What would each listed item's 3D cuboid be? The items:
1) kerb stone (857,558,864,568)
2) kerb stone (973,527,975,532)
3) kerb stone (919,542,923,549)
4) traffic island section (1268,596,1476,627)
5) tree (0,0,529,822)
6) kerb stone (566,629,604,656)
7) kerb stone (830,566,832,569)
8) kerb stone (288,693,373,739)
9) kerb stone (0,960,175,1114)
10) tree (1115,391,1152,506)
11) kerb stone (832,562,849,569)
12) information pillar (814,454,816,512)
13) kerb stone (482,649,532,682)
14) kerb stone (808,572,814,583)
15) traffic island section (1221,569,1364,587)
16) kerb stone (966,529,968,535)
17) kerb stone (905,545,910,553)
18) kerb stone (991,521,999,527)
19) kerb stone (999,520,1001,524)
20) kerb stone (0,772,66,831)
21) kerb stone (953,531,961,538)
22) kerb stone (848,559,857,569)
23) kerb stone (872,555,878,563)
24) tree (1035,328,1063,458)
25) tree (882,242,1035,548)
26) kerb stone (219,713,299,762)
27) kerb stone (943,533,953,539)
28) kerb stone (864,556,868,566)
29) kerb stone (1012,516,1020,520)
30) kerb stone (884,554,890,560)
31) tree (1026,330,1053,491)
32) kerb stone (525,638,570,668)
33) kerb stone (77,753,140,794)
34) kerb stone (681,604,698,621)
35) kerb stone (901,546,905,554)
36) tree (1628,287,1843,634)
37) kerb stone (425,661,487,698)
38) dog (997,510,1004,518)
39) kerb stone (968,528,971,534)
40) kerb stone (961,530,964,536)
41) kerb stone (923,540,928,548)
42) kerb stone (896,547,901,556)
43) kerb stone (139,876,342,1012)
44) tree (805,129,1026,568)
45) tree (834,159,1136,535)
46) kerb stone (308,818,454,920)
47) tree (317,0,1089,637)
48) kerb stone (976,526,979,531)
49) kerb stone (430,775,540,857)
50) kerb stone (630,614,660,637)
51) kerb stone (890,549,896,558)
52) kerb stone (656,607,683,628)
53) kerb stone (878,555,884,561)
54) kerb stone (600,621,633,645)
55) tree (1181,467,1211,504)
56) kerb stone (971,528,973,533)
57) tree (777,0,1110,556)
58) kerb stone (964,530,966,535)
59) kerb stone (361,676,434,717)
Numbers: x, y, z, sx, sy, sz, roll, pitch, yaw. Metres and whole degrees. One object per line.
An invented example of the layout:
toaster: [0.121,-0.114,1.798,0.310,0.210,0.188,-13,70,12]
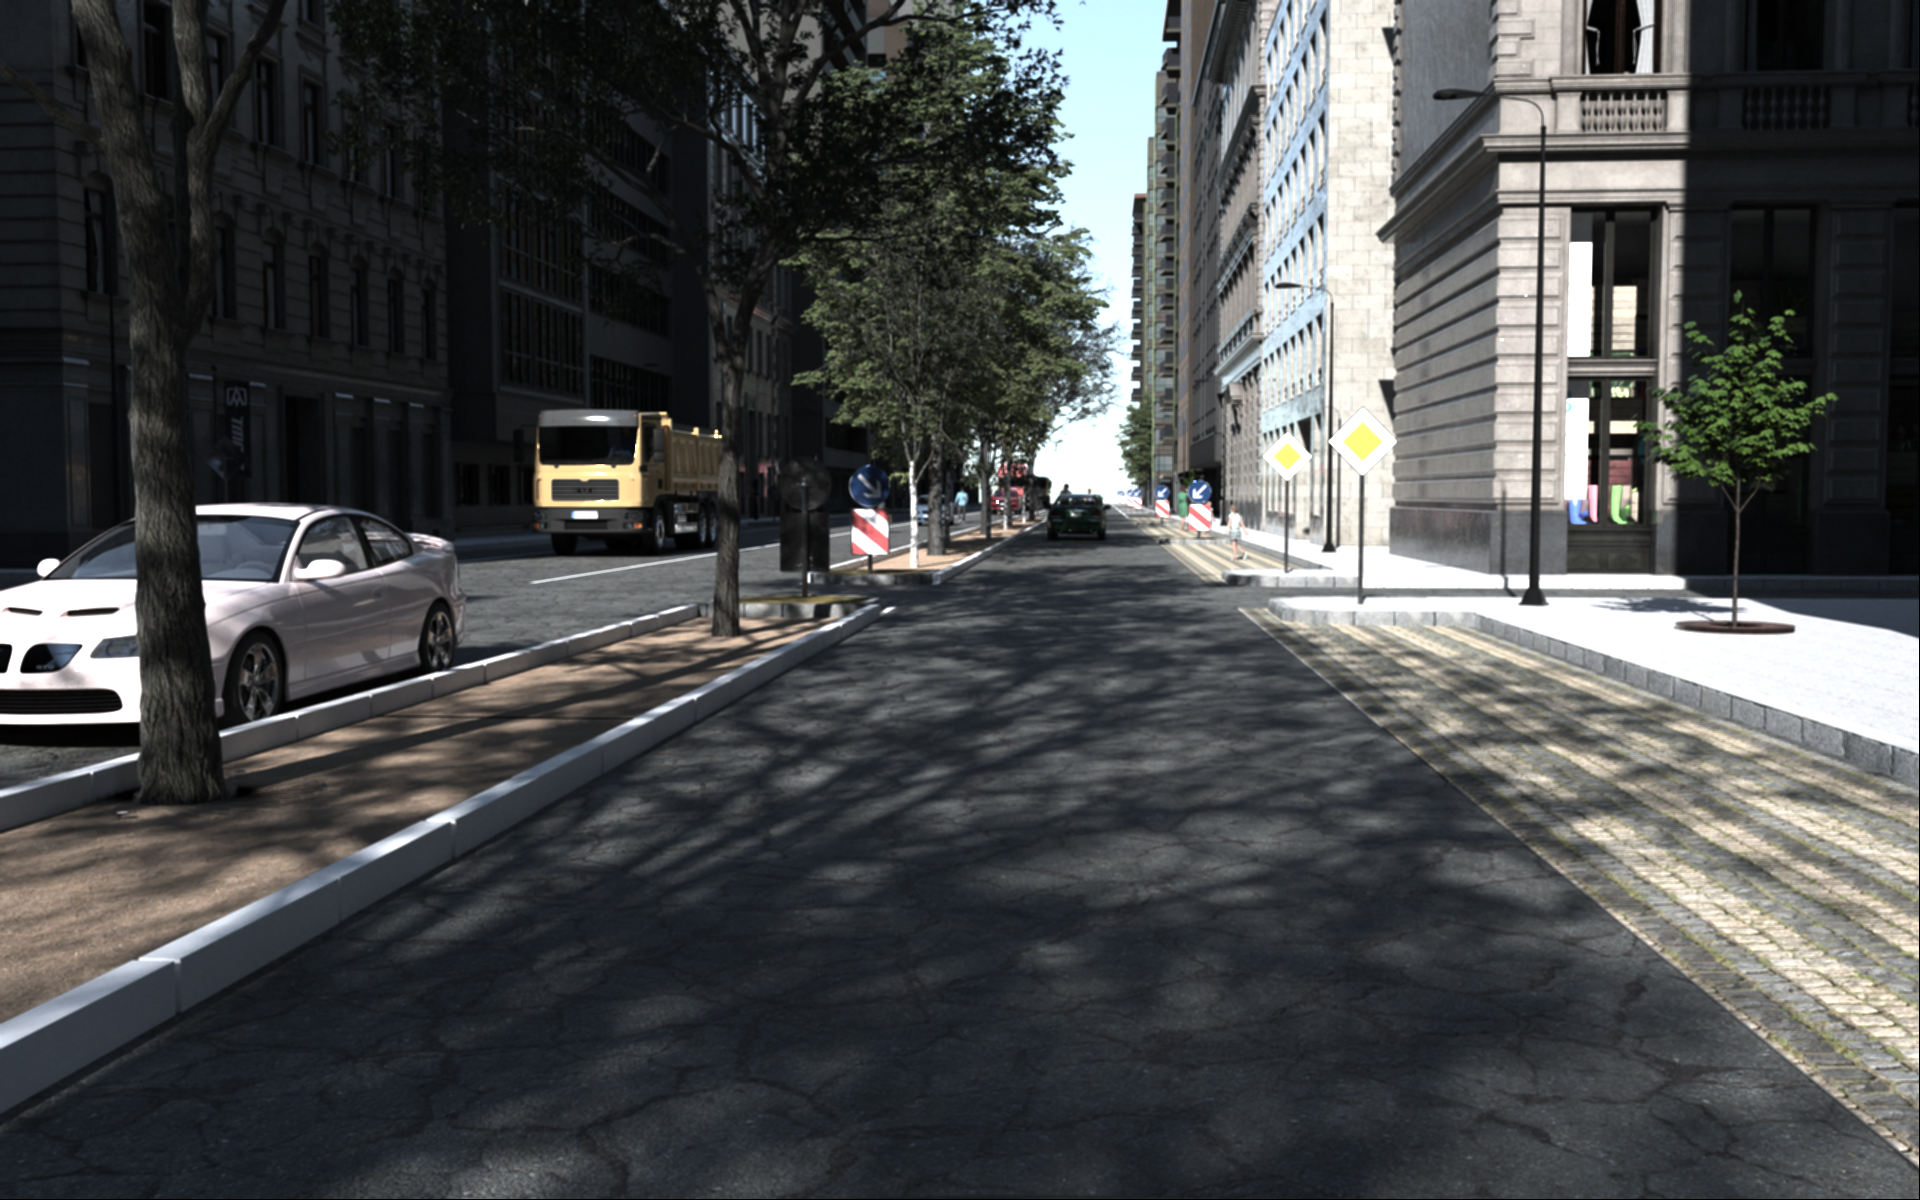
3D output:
kerb stone: [-2.027,-0.693,33.528,0.120,0.150,1.000,0,4,5]
kerb stone: [0.346,-2.508,63.195,0.120,0.150,1.000,0,4,5]
kerb stone: [-1.123,-1.382,44.786,0.120,0.150,1.000,0,4,5]
traffic island section: [4.680,0.129,20.170,2.009,0.180,2.903,0,4,5]
tree: [-3.739,-4.873,7.894,9.928,11.665,9.643,0,3,0]
kerb stone: [-3.447,0.400,15.654,0.120,0.150,1.000,0,4,5]
kerb stone: [-2.347,-0.442,29.422,0.120,0.150,1.000,0,4,5]
kerb stone: [-3.861,0.714,10.550,0.120,0.150,1.000,0,4,5]
kerb stone: [-2.257,1.097,4.268,0.120,0.150,1.000,0,4,5]
tree: [20.656,-16.613,189.742,7.486,12.596,7.792,0,3,0]
kerb stone: [-2.191,-0.567,31.470,0.120,0.150,1.000,0,4,5]
information pillar: [-8.402,-6.682,100.604,0.183,3.616,0.504,0,4,1]
kerb stone: [-3.608,0.527,13.609,0.120,0.150,1.000,0,4,5]
kerb stone: [-2.433,-0.379,28.400,0.120,0.150,1.000,0,4,5]
traffic island section: [5.316,-0.358,28.130,2.009,0.180,2.903,0,4,5]
kerb stone: [0.100,-2.319,60.119,0.120,0.150,1.000,0,4,5]
kerb stone: [-1.368,-1.194,41.730,0.120,0.150,1.000,0,4,5]
kerb stone: [1.567,-3.445,78.513,0.120,0.150,1.000,0,4,5]
kerb stone: [1.660,-3.507,79.540,0.120,0.150,1.000,0,4,5]
kerb stone: [-4.104,0.900,7.489,0.120,0.150,1.000,0,4,5]
kerb stone: [-0.144,-2.133,57.062,0.120,0.150,1.000,0,4,5]
kerb stone: [-2.107,-0.630,32.506,0.120,0.150,1.000,0,4,5]
kerb stone: [-1.853,-0.819,35.581,0.120,0.150,1.000,0,4,5]
tree: [1.812,-7.133,69.451,4.737,8.622,4.395,0,3,0]
tree: [-0.368,-5.716,46.274,4.737,8.622,4.395,0,3,0]
kerb stone: [-3.939,0.775,9.527,0.120,0.150,1.000,0,4,5]
kerb stone: [-0.386,-1.942,53.985,0.120,0.150,1.000,0,4,5]
kerb stone: [-1.935,-0.754,34.552,0.120,0.150,1.000,0,4,5]
kerb stone: [3.206,-4.695,98.951,0.120,0.150,1.000,0,4,5]
kerb stone: [-1.696,-0.944,37.625,0.120,0.150,1.000,0,4,5]
tree: [0.864,-6.057,51.853,4.360,8.622,3.978,0,3,0]
kerb stone: [-3.532,0.463,14.632,0.120,0.150,1.000,0,4,5]
kerb stone: [-4.026,0.840,8.508,0.120,0.150,1.000,0,4,5]
kerb stone: [-3.127,0.152,19.745,0.120,0.150,1.000,0,4,5]
kerb stone: [-1.456,-1.132,40.702,0.120,0.150,1.000,0,4,5]
tree: [7.357,-1.333,16.391,1.663,3.219,1.824,0,3,0]
kerb stone: [-3.695,0.587,12.591,0.120,0.150,1.000,0,4,5]
dog: [2.491,-5.141,103.336,0.406,0.507,0.540,3,5,40]
kerb stone: [0.192,-2.382,61.142,0.120,0.150,1.000,0,4,5]
kerb stone: [-0.060,-2.195,58.081,0.120,0.150,1.000,0,4,5]
kerb stone: [-0.954,-1.505,46.831,0.120,0.150,1.000,0,4,5]
kerb stone: [-1.527,-1.069,39.674,0.120,0.150,1.000,0,4,5]
kerb stone: [-2.172,1.034,5.287,0.120,0.150,1.000,0,4,5]
tree: [-0.888,-4.910,33.098,4.360,8.622,3.978,0,3,0]
tree: [0.849,-9.001,60.000,12.009,13.543,11.850,0,3,0]
kerb stone: [-2.097,0.973,6.306,0.120,0.150,1.000,0,4,5]
tree: [-2.398,-4.882,16.695,8.767,10.594,7.601,0,4,5]
kerb stone: [0.513,-2.631,65.232,0.120,0.150,1.000,0,4,5]
kerb stone: [-2.006,0.909,7.327,0.120,0.150,1.000,0,4,5]
kerb stone: [-3.281,0.275,17.697,0.120,0.150,1.000,0,4,5]
kerb stone: [-1.613,-1.006,38.649,0.120,0.150,1.000,0,4,5]
kerb stone: [-3.199,0.212,18.725,0.120,0.150,1.000,0,4,5]
kerb stone: [-1.778,-0.879,36.607,0.120,0.150,1.000,0,4,5]
kerb stone: [-3.371,0.339,16.679,0.120,0.150,1.000,0,4,5]
tree: [14.093,-6.743,104.852,1.663,3.219,1.824,0,3,0]
kerb stone: [0.272,-2.445,62.173,0.120,0.150,1.000,0,4,5]
tree: [-0.484,-7.269,39.438,7.486,12.596,7.792,0,3,0]
kerb stone: [0.015,-2.257,59.100,0.120,0.150,1.000,0,4,5]
kerb stone: [-3.779,0.650,11.569,0.120,0.150,1.000,0,4,5]
